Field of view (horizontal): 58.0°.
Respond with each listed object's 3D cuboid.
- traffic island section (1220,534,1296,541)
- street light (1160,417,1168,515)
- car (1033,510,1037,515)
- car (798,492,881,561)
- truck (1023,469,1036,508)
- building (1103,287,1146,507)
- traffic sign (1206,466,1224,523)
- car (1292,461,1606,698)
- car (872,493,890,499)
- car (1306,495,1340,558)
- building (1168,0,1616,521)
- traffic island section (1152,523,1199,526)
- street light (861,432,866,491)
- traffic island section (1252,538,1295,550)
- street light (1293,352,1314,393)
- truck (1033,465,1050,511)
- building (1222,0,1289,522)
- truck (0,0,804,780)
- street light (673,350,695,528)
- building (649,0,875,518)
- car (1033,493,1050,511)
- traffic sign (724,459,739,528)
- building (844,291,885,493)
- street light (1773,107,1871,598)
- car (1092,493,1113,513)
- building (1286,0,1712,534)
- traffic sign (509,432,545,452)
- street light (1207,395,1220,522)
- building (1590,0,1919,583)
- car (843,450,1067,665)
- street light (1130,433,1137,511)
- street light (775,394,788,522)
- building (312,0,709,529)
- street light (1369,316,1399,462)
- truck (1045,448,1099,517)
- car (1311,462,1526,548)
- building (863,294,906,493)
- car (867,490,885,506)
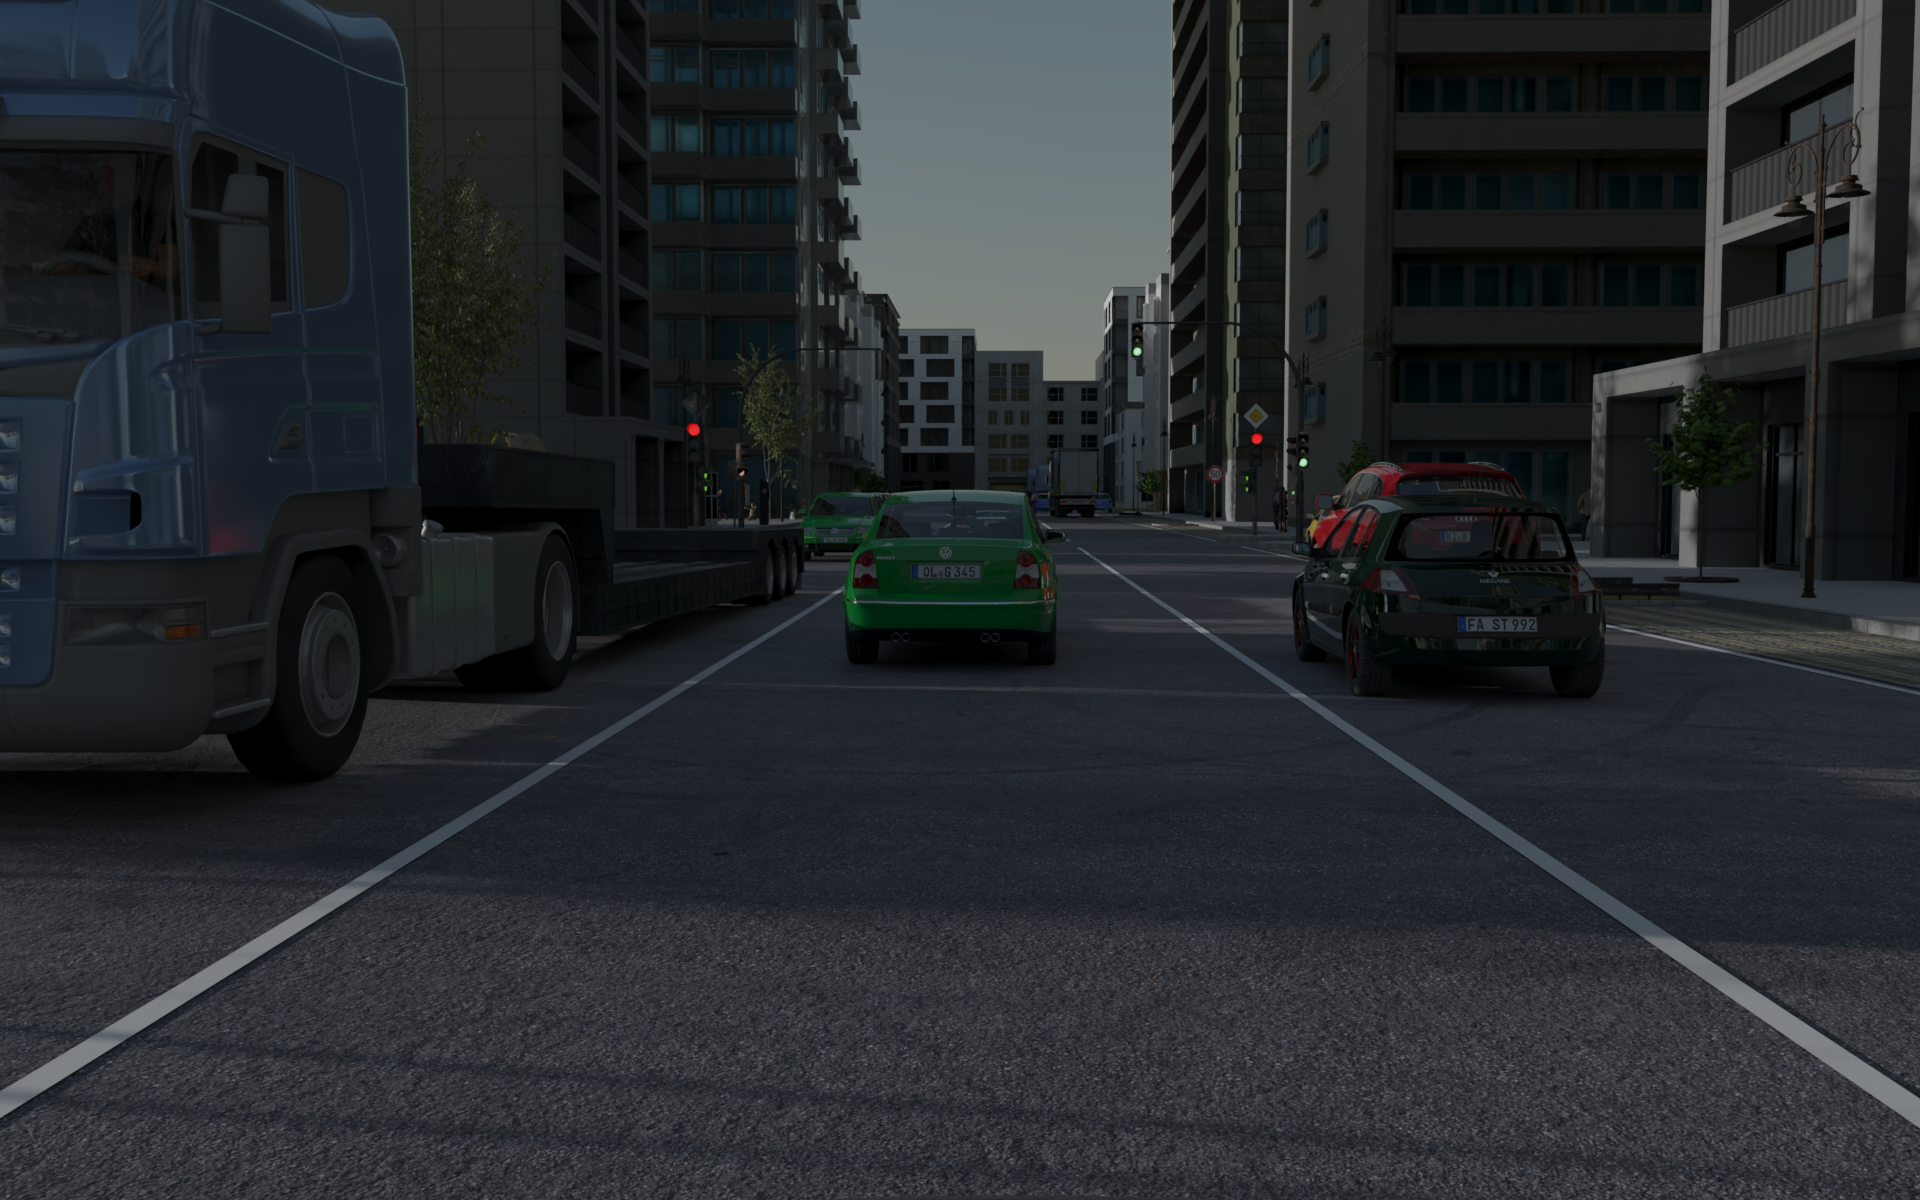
[{"bbox_3d":[9.168,-1.925,53.758,2.009,0.180,2.903,0,4,1],"label":"traffic island section"},{"bbox_3d":[12.318,-8.058,104.542,0.468,5.910,1.993,0,4,1],"label":"street light"},{"bbox_3d":[0.702,-1.685,39.355,2.131,1.459,4.920,0,4,1],"label":"car"},{"bbox_3d":[-2.547,-1.822,38.585,1.959,1.807,4.718,0,4,2],"label":"car"},{"bbox_3d":[8.319,-11.695,180.971,2.967,4.110,18.799,0,4,1],"label":"truck"},{"bbox_3d":[29.306,-20.978,186.957,27.936,21.610,32.646,0,4,1],"label":"building"},{"bbox_3d":[11.393,-4.727,77.392,0.768,2.556,0.104,1,4,8],"label":"traffic sign"},{"bbox_3d":[3.696,-0.234,13.613,2.009,1.686,4.222,0,4,3],"label":"car"},{"bbox_3d":[-3.251,-3.513,66.474,2.155,1.783,4.494,0,4,3],"label":"car"},{"bbox_3d":[8.600,-1.661,37.388,2.015,1.641,3.980,0,4,1],"label":"car"},{"bbox_3d":[24.218,-29.312,102.946,21.300,48.544,21.600,0,4,1],"label":"building"},{"bbox_3d":[9.716,-3.398,78.416,1.991,0.108,1.994,0,4,1],"label":"traffic island section"},{"bbox_3d":[-7.224,-9.508,128.243,0.468,5.910,1.993,0,4,1],"label":"street light"},{"bbox_3d":[8.987,-1.437,45.775,2.009,0.180,2.903,0,4,1],"label":"traffic island section"},{"bbox_3d":[11.190,-5.125,56.581,0.468,5.910,1.993,0,4,1],"label":"street light"},{"bbox_3d":[8.152,-10.004,153.331,2.967,4.110,18.799,0,4,1],"label":"truck"},{"bbox_3d":[19.819,-19.187,85.402,14.160,30.474,14.107,0,4,1],"label":"building"},{"bbox_3d":[-3.958,-1.585,15.670,2.967,4.110,18.799,0,4,3],"label":"truck"},{"bbox_3d":[-8.819,-5.063,55.560,0.468,5.910,1.993,0,4,1],"label":"street light"},{"bbox_3d":[-17.571,-29.542,102.626,23.786,49.044,30.456,0,4,1],"label":"building"},{"bbox_3d":[6.720,-7.873,138.310,1.945,1.707,3.694,0,4,1],"label":"car"},{"bbox_3d":[-8.298,-3.889,63.691,0.768,2.556,0.104,0,4,4],"label":"traffic sign"},{"bbox_3d":[-15.577,-18.523,159.264,16.016,20.091,11.380,0,4,1],"label":"building"},{"bbox_3d":[10.502,-2.964,21.253,0.468,5.910,1.993,0,4,1],"label":"street light"},{"bbox_3d":[10.705,-7.476,131.817,1.945,1.707,3.694,0,4,3],"label":"car"},{"bbox_3d":[23.409,-26.910,63.674,21.600,48.544,21.300,0,4,1],"label":"building"},{"bbox_3d":[-8.939,-2.179,35.729,0.768,2.556,0.104,0,4,2],"label":"traffic sign"},{"bbox_3d":[11.779,-6.594,80.607,0.468,5.910,1.993,0,4,1],"label":"street light"},{"bbox_3d":[22.966,-35.769,23.083,20.563,71.187,20.611,0,4,1],"label":"building"},{"bbox_3d":[0.009,-0.438,15.959,1.959,1.807,4.718,0,4,3],"label":"car"},{"bbox_3d":[12.879,-9.516,128.375,0.468,5.910,1.993,0,4,1],"label":"street light"},{"bbox_3d":[-8.253,-6.571,80.222,0.468,5.910,1.993,0,4,1],"label":"street light"},{"bbox_3d":[-20.393,-38.225,63.237,20.563,71.187,20.611,0,4,1],"label":"building"},{"bbox_3d":[11.002,-4.422,45.086,0.468,5.910,1.993,0,4,1],"label":"street light"},{"bbox_3d":[7.131,-7.435,110.470,2.839,4.237,11.283,0,4,0],"label":"truck"},{"bbox_3d":[5.685,-0.789,21.571,2.281,1.827,5.304,0,4,3],"label":"car"},{"bbox_3d":[-23.370,-21.221,190.943,32.646,21.610,27.936,0,4,1],"label":"building"},{"bbox_3d":[-3.282,-3.050,59.651,2.009,1.686,4.222,0,4,1],"label":"car"}]
